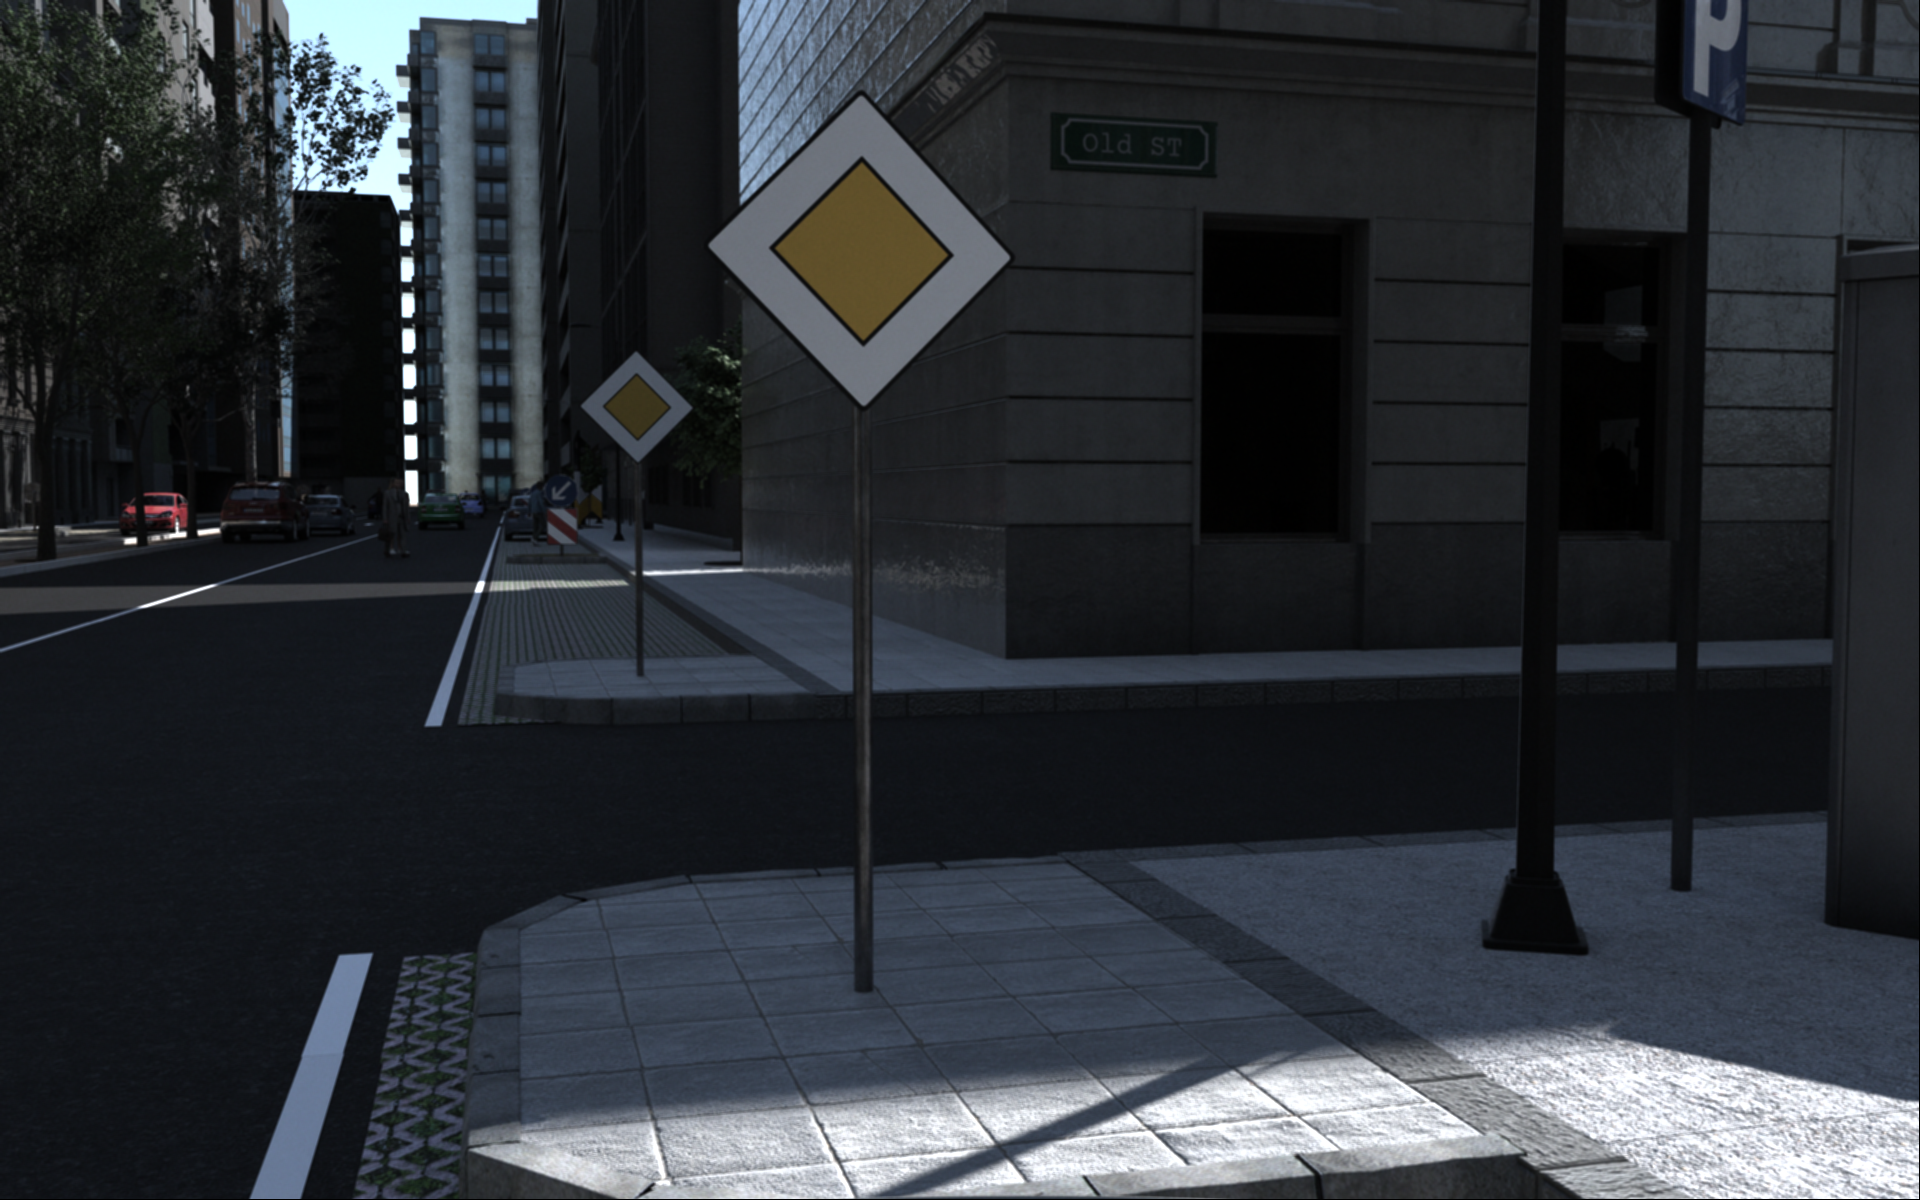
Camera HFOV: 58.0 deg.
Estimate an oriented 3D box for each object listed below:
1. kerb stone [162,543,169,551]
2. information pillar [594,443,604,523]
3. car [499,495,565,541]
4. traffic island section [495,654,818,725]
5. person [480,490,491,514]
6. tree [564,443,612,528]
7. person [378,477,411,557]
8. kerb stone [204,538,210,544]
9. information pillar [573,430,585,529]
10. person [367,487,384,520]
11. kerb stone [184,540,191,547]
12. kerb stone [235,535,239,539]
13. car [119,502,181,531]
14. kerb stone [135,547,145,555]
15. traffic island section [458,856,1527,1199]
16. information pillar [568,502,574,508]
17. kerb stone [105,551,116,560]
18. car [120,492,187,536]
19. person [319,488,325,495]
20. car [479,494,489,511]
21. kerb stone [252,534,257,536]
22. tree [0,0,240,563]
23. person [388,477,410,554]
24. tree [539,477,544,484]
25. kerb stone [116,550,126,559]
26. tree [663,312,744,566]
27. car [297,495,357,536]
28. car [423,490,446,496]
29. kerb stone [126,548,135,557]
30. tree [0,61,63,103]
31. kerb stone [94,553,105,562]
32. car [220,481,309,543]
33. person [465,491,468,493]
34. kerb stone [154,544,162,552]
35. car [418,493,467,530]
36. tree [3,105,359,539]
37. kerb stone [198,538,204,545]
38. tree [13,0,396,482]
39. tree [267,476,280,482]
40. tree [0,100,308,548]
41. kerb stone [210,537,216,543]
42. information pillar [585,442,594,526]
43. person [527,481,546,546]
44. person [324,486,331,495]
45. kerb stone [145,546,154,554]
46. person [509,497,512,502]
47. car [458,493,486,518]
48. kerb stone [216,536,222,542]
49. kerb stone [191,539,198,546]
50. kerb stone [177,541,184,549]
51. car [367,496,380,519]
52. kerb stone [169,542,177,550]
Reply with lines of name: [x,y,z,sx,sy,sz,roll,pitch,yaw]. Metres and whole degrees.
kerb stone: [-20.147,-1.311,43.629,0.120,0.150,1.000,-1,4,-14]
information pillar: [-15.883,-5.163,75.768,0.504,3.616,0.183,0,4,3]
car: [-13.253,-2.553,53.747,2.014,1.417,4.499,-1,4,-14]
traffic island section: [-2.236,0.615,12.228,2.009,0.180,2.903,-1,4,-14]
person: [-34.390,-7.096,125.239,0.721,1.735,1.217,2,4,33]
tree: [-14.251,-4.358,65.860,1.663,3.219,1.824,0,3,0]
person: [-12.759,-1.870,39.178,0.694,1.812,0.767,-3,5,-44]
kerb stone: [-21.690,-1.675,49.583,0.120,0.150,1.000,-1,4,-14]
information pillar: [-14.004,-4.405,63.373,0.183,3.616,0.504,-2,4,-31]
person: [-32.060,-5.328,95.640,1.348,1.821,0.705,-1,4,-23]
kerb stone: [-20.910,-1.490,46.616,0.120,0.150,1.000,-1,4,-14]
kerb stone: [-23.492,-2.100,56.532,0.120,0.150,1.000,-1,4,-14]
car: [-31.480,-3.351,67.363,1.945,1.354,3.894,-1,4,-14]
kerb stone: [-19.366,-1.128,40.645,0.120,0.150,1.000,-1,4,-14]
traffic island section: [-0.231,1.088,4.498,2.009,0.180,2.903,-1,4,-14]
information pillar: [-15.890,-4.074,71.102,0.304,2.012,0.304,-2,4,-29]
kerb stone: [-18.590,-0.944,37.667,0.120,0.150,1.000,-1,4,-14]
car: [-28.272,-3.179,61.014,2.155,1.783,4.494,-1,4,-14]
person: [-33.753,-5.054,91.795,0.551,1.740,0.621,-2,4,-23]
car: [-40.522,-8.143,145.145,2.014,1.417,4.499,-1,4,-14]
kerb stone: [-24.267,-2.278,59.500,0.120,0.150,1.000,-1,4,-14]
tree: [-19.131,-6.598,36.098,9.928,11.665,9.643,0,3,0]
person: [-13.486,-2.018,41.463,0.573,1.828,0.580,0,4,-1]
tree: [-38.455,-10.151,160.571,1.663,3.219,1.824,0,3,0]
kerb stone: [-18.851,-1.004,38.662,0.120,0.150,1.000,-1,4,-14]
tree: [-4.004,-2.931,31.635,4.285,4.588,4.351,0,3,0]
car: [-22.115,-2.956,60.328,2.014,1.417,4.499,-1,4,-15]
car: [-44.982,-8.574,148.864,2.281,1.827,5.304,-1,4,-16]
kerb stone: [-19.115,-1.068,39.654,0.120,0.150,1.000,-1,4,-14]
tree: [-17.203,-5.542,27.489,8.767,10.594,7.601,-1,4,-14]
kerb stone: [-18.333,-0.883,36.677,0.120,0.150,1.000,-1,4,-14]
car: [-21.027,-2.680,52.499,2.281,1.827,5.304,-1,4,-14]
person: [-44.435,-8.947,155.576,0.721,1.735,1.217,1,4,12]
kerb stone: [-19.882,-1.250,42.631,0.120,0.150,1.000,-1,4,-14]
car: [-21.242,-3.805,71.013,1.959,1.807,4.718,-1,4,-15]
tree: [-24.314,-8.663,54.462,12.009,13.543,11.850,0,3,0]
kerb stone: [-21.431,-1.615,48.593,0.120,0.150,1.000,-1,4,-14]
tree: [-28.383,-12.701,66.003,12.611,20.169,13.585,0,3,0]
tree: [-55.149,-8.806,138.580,1.663,3.219,1.824,0,3,0]
tree: [-21.342,-6.620,45.107,8.767,10.594,7.601,-1,4,-14]
kerb stone: [-21.940,-1.736,50.576,0.120,0.150,1.000,-1,4,-14]
information pillar: [-15.191,-4.814,70.070,0.504,3.616,0.183,-3,5,-40]
person: [-11.542,-2.347,47.223,0.444,1.785,0.601,-3,5,-40]
person: [-28.383,-4.219,77.662,0.709,1.800,0.728,3,4,37]
kerb stone: [-19.617,-1.189,41.644,0.120,0.150,1.000,-1,4,-14]
person: [-19.368,-3.814,75.145,0.394,1.301,0.425,-1,4,-17]
car: [-29.733,-5.832,104.948,1.945,1.707,3.694,-1,4,-15]
kerb stone: [-22.197,-1.791,51.566,0.120,0.150,1.000,-1,4,-14]
kerb stone: [-21.168,-1.552,47.605,0.120,0.150,1.000,-1,4,-14]
kerb stone: [-20.665,-1.432,45.623,0.120,0.150,1.000,-1,4,-14]
car: [-33.634,-5.418,101.157,1.945,1.354,3.894,-1,4,-16]
kerb stone: [-20.406,-1.371,44.618,0.120,0.150,1.000,-1,4,-14]
